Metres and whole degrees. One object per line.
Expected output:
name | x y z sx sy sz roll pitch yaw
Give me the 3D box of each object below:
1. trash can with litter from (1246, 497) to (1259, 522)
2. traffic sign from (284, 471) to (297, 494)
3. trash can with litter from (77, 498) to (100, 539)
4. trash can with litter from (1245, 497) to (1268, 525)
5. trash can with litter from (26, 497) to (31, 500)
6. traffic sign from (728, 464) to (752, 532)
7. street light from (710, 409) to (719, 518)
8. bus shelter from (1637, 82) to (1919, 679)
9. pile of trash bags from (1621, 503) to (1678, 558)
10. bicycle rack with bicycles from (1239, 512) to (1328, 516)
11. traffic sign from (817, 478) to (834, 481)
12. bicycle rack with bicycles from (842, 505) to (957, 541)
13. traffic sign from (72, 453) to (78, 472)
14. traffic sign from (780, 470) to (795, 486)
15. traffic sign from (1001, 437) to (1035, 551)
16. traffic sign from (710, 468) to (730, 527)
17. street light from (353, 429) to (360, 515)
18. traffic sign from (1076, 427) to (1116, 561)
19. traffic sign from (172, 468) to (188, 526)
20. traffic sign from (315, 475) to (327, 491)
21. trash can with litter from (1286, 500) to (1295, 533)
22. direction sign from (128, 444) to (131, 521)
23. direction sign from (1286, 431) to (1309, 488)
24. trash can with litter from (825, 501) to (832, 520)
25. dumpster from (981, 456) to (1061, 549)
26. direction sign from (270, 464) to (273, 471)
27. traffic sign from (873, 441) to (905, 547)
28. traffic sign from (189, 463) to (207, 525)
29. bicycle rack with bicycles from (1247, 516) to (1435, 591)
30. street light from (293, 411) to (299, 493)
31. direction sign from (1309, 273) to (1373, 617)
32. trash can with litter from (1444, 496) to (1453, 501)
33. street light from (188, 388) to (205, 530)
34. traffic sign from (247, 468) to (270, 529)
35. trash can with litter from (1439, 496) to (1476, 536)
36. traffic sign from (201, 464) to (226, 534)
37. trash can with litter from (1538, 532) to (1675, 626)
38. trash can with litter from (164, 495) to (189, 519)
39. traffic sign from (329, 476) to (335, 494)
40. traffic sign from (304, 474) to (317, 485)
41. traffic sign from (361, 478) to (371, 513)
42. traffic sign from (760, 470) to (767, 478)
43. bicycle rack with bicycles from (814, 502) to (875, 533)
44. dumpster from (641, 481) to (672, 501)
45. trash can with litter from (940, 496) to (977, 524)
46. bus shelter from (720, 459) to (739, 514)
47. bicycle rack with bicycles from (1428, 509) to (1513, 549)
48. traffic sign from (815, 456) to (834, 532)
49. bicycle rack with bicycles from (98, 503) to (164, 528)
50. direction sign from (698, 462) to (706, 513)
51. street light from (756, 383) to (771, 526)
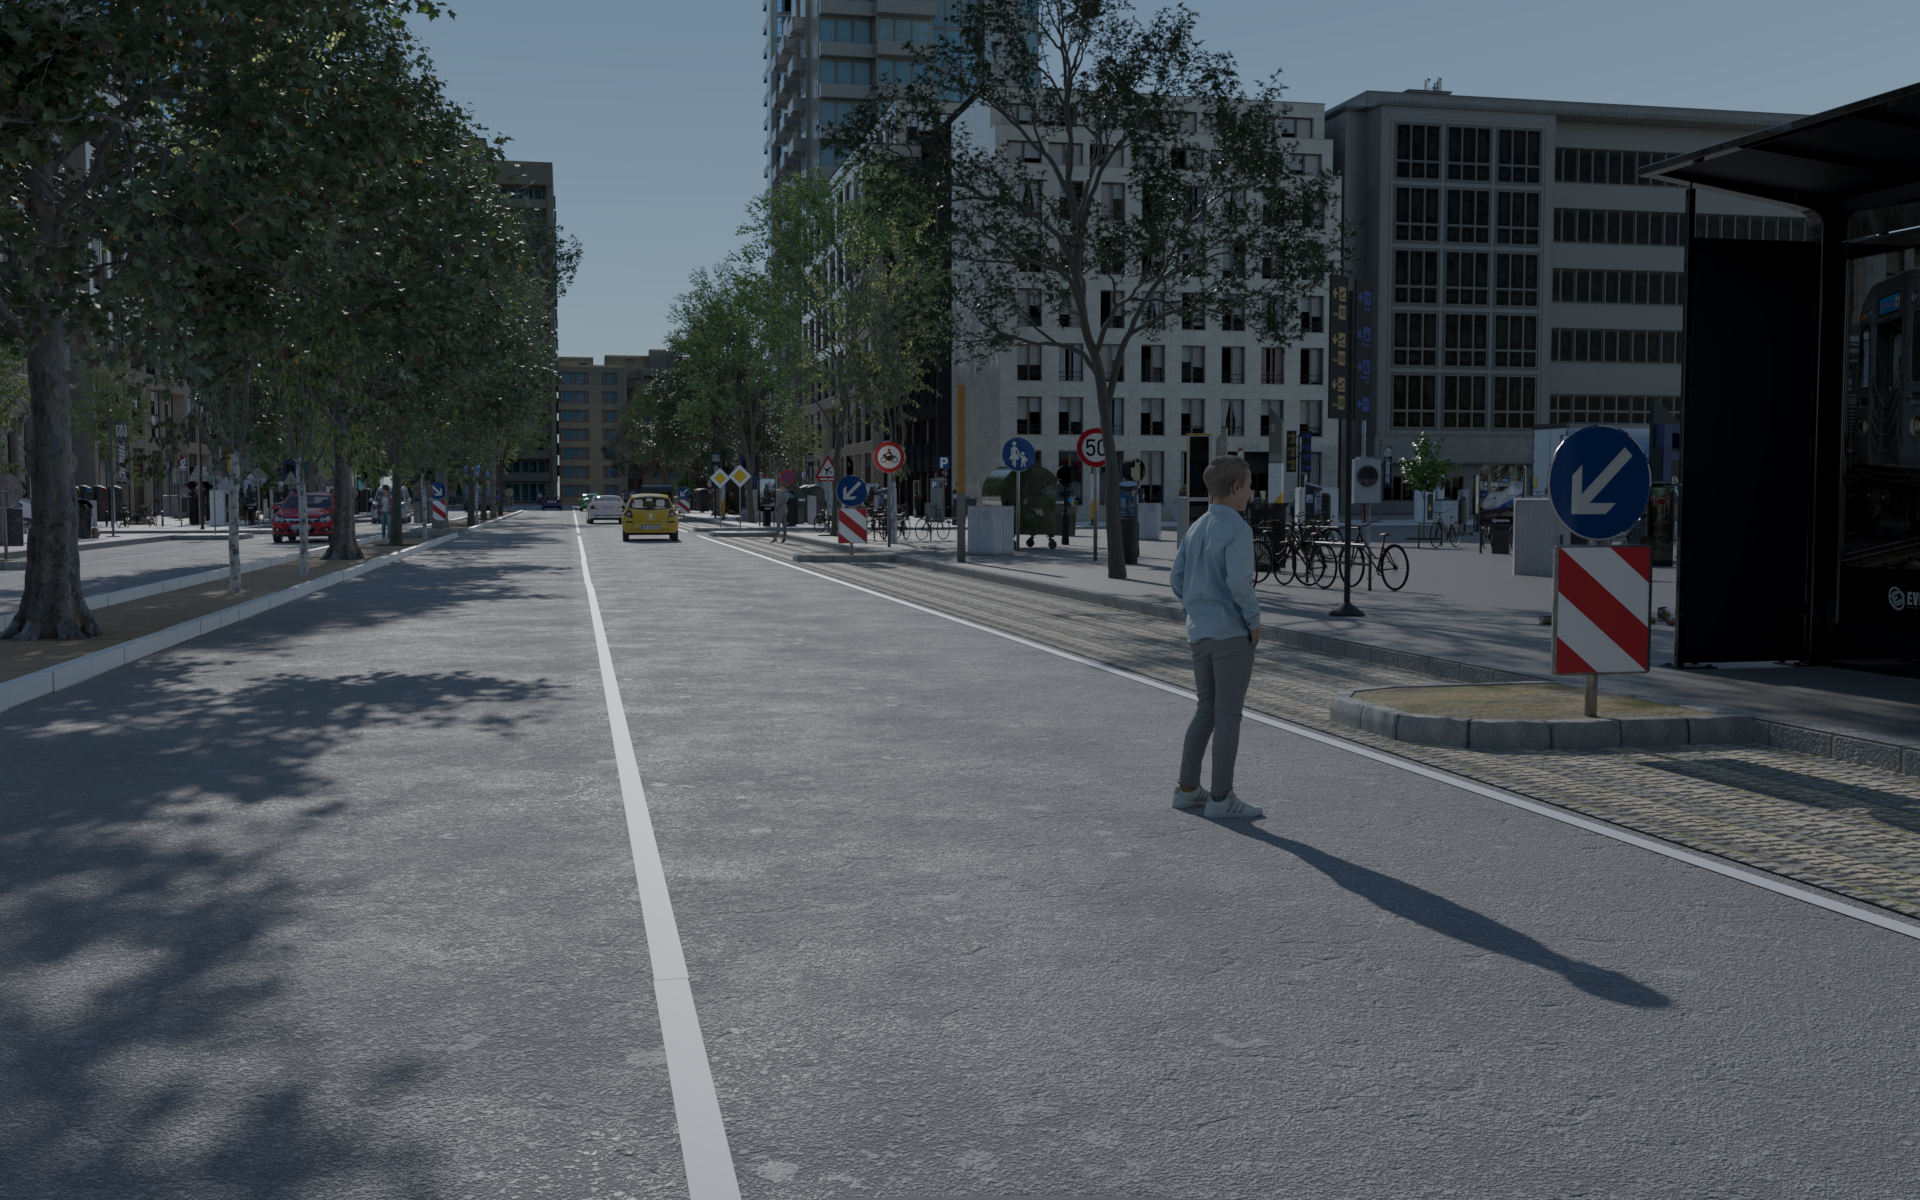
trash can with litter | 14.364 -4.293 81.242 2.233 1.210 1.678 0 4 -4
traffic sign | -37.632 -5.961 97.464 0.884 2.594 0.081 -1 4 -10
trash can with litter | -25.159 -2.346 49.737 0.624 1.170 1.055 0 4 -6
trash can with litter | 13.274 -3.989 76.610 1.055 1.170 0.624 -1 4 -18
trash can with litter | -41.285 -4.029 77.259 1.055 1.170 0.624 1 4 20
traffic sign | -7.455 -3.367 58.689 0.795 2.450 0.064 -1 4 -13
street light | -13.241 -7.388 93.582 0.468 5.910 1.993 -1 4 -13
bus shelter | 6.389 -1.133 9.803 1.731 3.624 6.357 -1 4 -12
pile of trash bags | 13.852 -1.443 33.344 1.912 1.369 3.447 2 4 31
bicycle rack with bicycles | 6.846 -1.320 34.971 2.852 0.926 2.925 -2 4 -27
traffic sign | -5.554 -4.452 72.787 0.884 2.594 0.081 0 4 -3
bicycle rack with bicycles | -1.392 -2.145 48.450 2.852 0.926 2.925 2 4 27
traffic sign | -25.313 -2.984 48.897 0.768 2.556 0.104 -1 4 -12
traffic sign | -9.007 -5.518 90.319 0.768 2.556 0.104 0 4 -7
traffic sign | 1.305 -2.374 38.927 0.768 2.556 0.104 0 4 -7
traffic sign | -9.206 -3.843 66.480 0.795 2.450 0.064 -1 4 -13
street light | -37.704 -8.291 108.341 0.468 5.910 1.993 -1 4 -13
traffic sign | 2.601 -2.024 33.193 0.768 2.556 0.104 0 4 -4
traffic sign | -30.793 -4.055 68.435 0.606 2.300 0.079 0 4 -7
traffic sign | -43.407 -7.187 117.621 0.768 2.556 0.104 -1 4 -11
trash can with litter | 10.999 -2.769 56.662 0.624 1.170 1.055 3 5 40
direction sign | -37.801 -5.309 78.795 0.379 3.537 0.876 -2 4 -30
direction sign | 12.075 -4.269 61.790 0.876 3.537 0.379 0 4 2
trash can with litter | -6.435 -4.371 82.852 1.055 1.170 0.624 2 4 30
dumpster | 1.453 -2.347 40.867 1.502 2.255 1.985 -1 4 -13
direction sign | -44.843 -7.345 112.089 0.876 3.537 0.379 1 4 8
traffic sign | -1.705 -2.541 41.647 0.768 2.556 0.104 0 4 -7
traffic sign | -31.407 -4.373 71.498 0.884 2.594 0.081 -1 4 -9
bicycle rack with bicycles | 4.430 -0.634 23.748 2.852 0.926 2.925 -1 4 -15
street light | -32.707 -6.890 85.438 0.468 5.910 1.993 -1 4 -13
direction sign | 4.088 -1.602 18.195 0.379 3.537 0.876 3 5 41
trash can with litter | 29.637 -5.752 105.440 1.055 1.170 0.624 -1 4 -14
street light | -27.454 -5.493 62.592 0.468 5.910 1.993 -1 4 -13
traffic sign | -25.451 -3.622 62.863 0.795 2.450 0.064 -1 4 -13
trash can with litter | 15.332 -2.603 53.620 1.678 1.210 2.233 2 4 33
traffic sign | -23.700 -3.146 55.071 0.795 2.450 0.064 -1 4 -13
trash can with litter | 6.585 -0.370 17.103 2.233 1.210 1.678 -2 4 -29
trash can with litter | -40.382 -4.867 90.634 2.233 1.210 1.678 1 4 11
traffic sign | -41.520 -7.026 114.978 0.768 2.556 0.104 0 4 -4
traffic sign | -39.351 -6.411 104.924 0.768 2.556 0.104 0 4 -7
traffic sign | -40.973 -7.249 119.699 0.795 2.450 0.064 -1 4 -12
traffic sign | -10.459 -5.529 90.503 0.768 2.556 0.104 0 4 -4
bicycle rack with bicycles | -3.071 -2.639 56.525 2.852 0.926 2.925 -3 4 -36
dumpster | -19.463 -6.490 111.070 1.985 2.255 1.502 -1 4 -14
trash can with litter | 0.158 -3.929 75.296 2.233 1.210 1.678 2 4 24
bus shelter | -14.891 -7.413 112.481 1.731 3.624 6.357 -1 4 -13
bicycle rack with bicycles | 12.224 -1.697 41.123 2.852 0.926 2.925 2 4 34
traffic sign | -4.465 -3.584 58.599 0.884 2.594 0.081 0 4 -4
bicycle rack with bicycles | -32.157 -3.304 67.395 2.852 0.926 2.925 -1 4 -22
direction sign | -17.642 -7.729 118.372 0.876 3.537 0.379 3 5 45
street light | -7.954 -5.965 70.315 0.468 5.910 1.993 -1 4 -13
